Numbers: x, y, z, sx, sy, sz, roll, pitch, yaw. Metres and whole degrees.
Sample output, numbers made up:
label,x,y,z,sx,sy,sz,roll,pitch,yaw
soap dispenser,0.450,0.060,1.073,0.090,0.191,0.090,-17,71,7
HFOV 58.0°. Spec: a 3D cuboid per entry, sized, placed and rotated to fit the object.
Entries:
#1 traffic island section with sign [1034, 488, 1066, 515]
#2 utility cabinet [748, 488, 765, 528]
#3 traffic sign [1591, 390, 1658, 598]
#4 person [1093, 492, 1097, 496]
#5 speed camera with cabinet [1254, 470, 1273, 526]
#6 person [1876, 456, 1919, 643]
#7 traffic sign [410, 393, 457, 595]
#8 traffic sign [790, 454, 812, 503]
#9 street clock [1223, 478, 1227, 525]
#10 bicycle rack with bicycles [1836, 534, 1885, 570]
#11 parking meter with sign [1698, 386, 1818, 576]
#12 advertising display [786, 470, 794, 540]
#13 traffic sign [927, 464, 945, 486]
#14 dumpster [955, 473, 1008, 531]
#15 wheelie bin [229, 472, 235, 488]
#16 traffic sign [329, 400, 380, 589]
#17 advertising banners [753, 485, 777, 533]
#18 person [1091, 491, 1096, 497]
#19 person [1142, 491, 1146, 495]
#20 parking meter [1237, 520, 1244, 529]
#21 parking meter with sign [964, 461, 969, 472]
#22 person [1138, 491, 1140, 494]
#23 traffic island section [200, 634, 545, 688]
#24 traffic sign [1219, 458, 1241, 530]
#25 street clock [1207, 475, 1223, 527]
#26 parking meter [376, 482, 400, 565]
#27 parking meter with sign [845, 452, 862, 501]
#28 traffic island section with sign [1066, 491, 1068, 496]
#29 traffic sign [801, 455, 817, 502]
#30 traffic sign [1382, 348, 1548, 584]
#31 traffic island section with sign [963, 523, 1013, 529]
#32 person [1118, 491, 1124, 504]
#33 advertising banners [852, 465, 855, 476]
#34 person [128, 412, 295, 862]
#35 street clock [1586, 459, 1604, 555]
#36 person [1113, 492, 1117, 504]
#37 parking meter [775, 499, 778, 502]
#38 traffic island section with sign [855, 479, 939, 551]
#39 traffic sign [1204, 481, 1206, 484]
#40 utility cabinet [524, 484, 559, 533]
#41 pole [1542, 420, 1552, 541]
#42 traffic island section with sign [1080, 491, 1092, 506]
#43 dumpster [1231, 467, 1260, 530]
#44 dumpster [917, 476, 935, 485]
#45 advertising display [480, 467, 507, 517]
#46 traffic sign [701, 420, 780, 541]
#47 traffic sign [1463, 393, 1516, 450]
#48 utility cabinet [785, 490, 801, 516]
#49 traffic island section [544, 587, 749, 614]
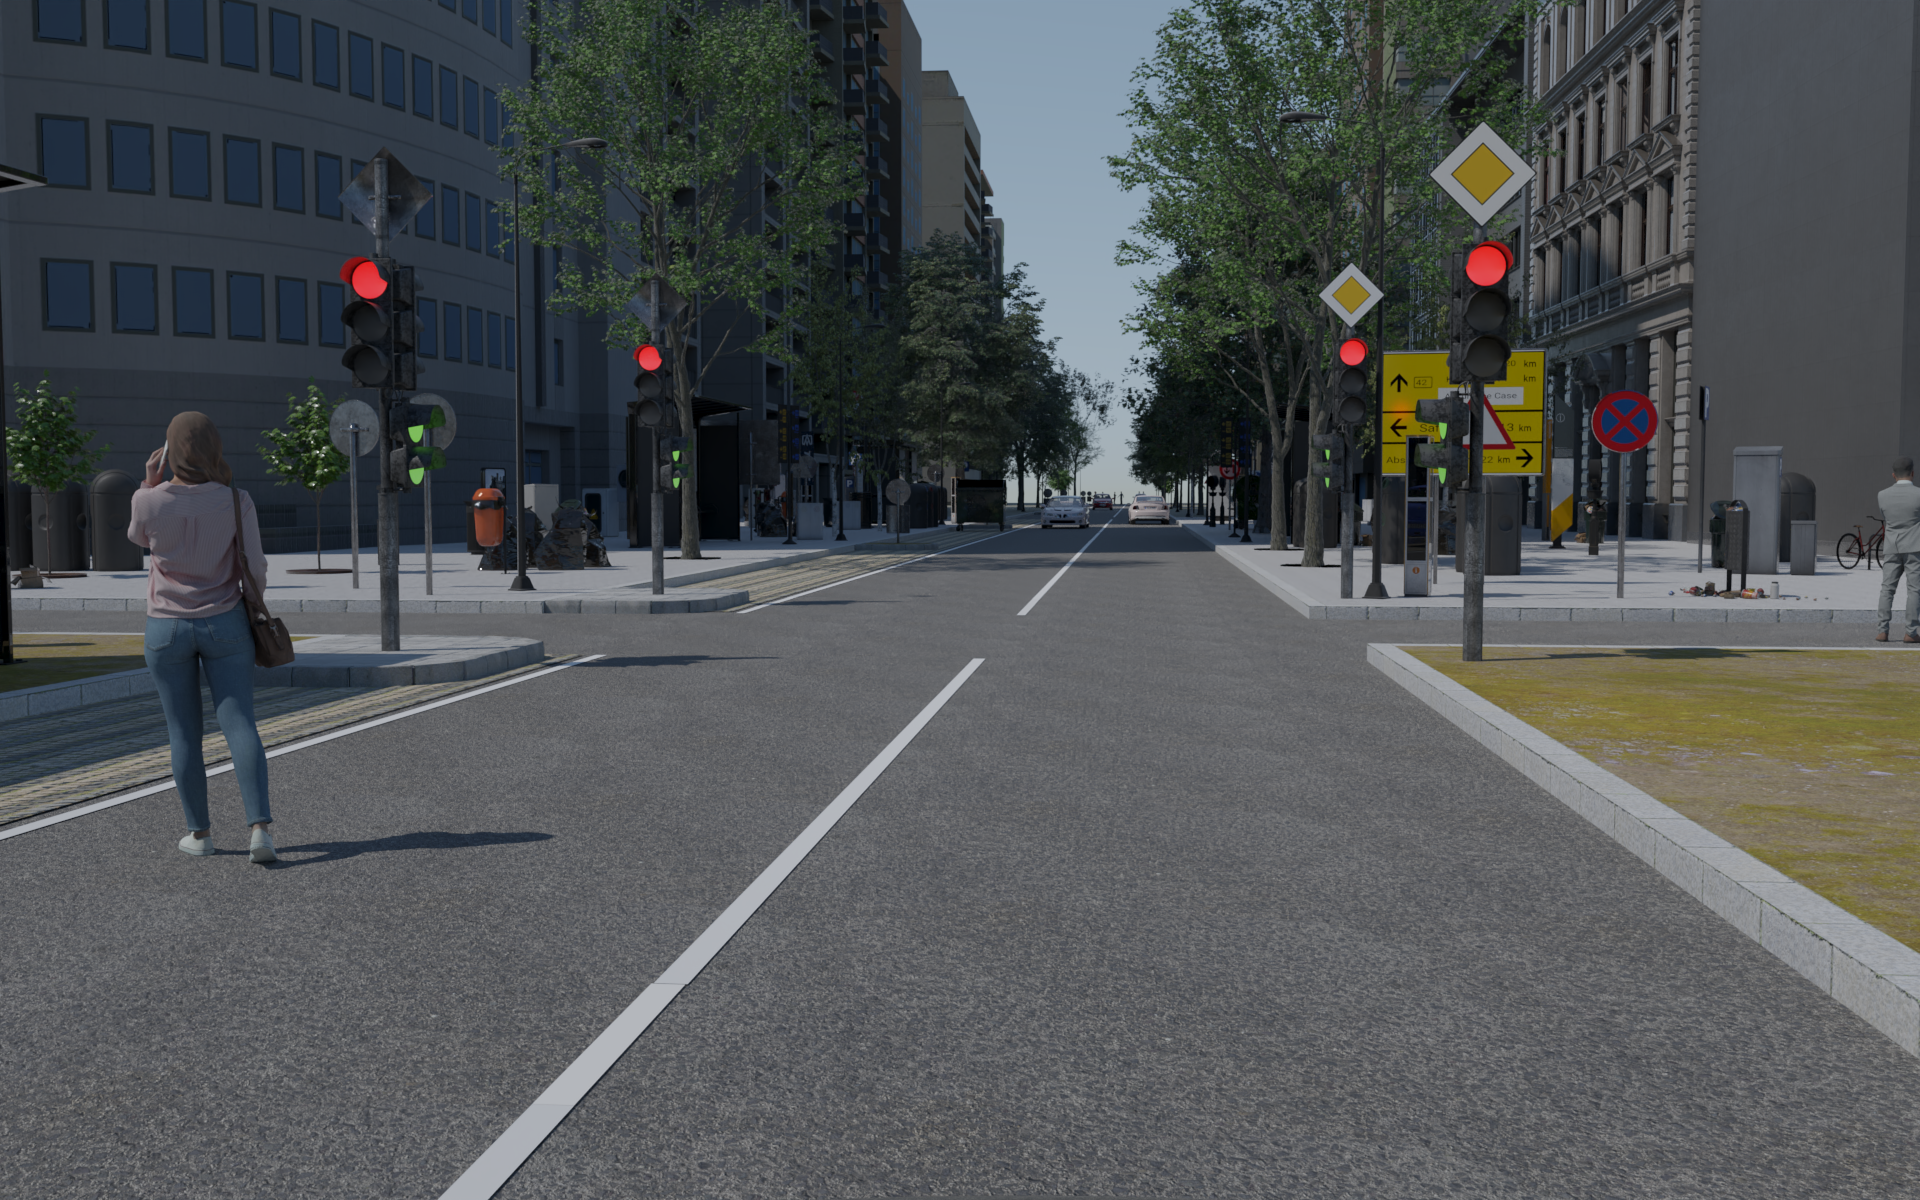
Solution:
label,x,y,z,sx,sy,sz,roll,pitch,yaw
traffic island section with sign,6.236,-6.916,121.697,1.989,1.847,2.006,0,4,6
utility cabinet,-7.742,-3.498,65.865,0.318,1.500,1.173,1,4,10
traffic sign,8.131,-1.293,21.251,0.768,2.556,0.104,1,4,15
person,18.738,-13.986,237.990,1.217,1.723,0.721,-2,4,-29
speed camera with cabinet,11.777,-4.406,66.369,0.660,3.252,2.038,1,4,22
person,9.173,-0.495,16.780,0.511,1.800,0.466,3,4,36
traffic sign,-6.742,-1.335,21.932,0.768,2.556,0.104,1,4,8
traffic sign,-5.216,-3.430,56.079,0.884,2.594,0.081,1,4,9
street clock,10.987,-4.156,72.522,0.358,2.002,0.471,1,4,17
bicycle rack with bicycles,16.197,-0.911,28.284,2.852,0.926,2.925,0,4,-3
parking meter with sign,12.739,-1.919,27.644,1.738,3.016,0.543,2,4,30
advertising display,-4.544,-2.506,46.189,0.123,1.923,0.974,-1,4,-10
traffic sign,-1.041,-4.517,73.954,0.768,2.556,0.104,1,4,12
dumpster,0.815,-3.757,66.381,1.985,2.255,1.502,0,4,6
wheelie bin,-10.219,-0.953,23.490,0.980,1.594,0.693,-2,4,-33
traffic sign,-8.197,-1.426,23.423,0.768,2.556,0.104,1,4,13
advertising banners,-6.523,-3.804,58.377,0.090,3.025,2.074,1,4,17
person,15.924,-12.031,205.741,0.750,1.759,0.617,0,4,-1
person,25.179,-14.022,237.891,1.348,1.807,0.705,-1,4,-9
parking meter,10.410,-3.600,64.573,0.255,1.863,0.399,3,4,38
parking meter with sign,0.401,-5.927,93.172,0.543,3.016,1.738,1,4,13
person,23.881,-13.596,230.878,1.350,1.814,0.705,0,4,1
traffic island section,-4.684,0.494,14.201,2.009,0.180,2.903,0,4,6
traffic sign,9.602,-3.761,61.604,0.768,2.556,0.104,1,4,13
street clock,9.816,-3.832,67.228,0.358,2.002,0.471,-2,4,-26
parking meter,-10.329,-1.398,31.273,0.372,1.533,0.369,0,3,0
parking meter with sign,-4.468,-4.571,71.000,0.543,3.016,1.738,1,4,10
traffic island section with sign,8.961,-8.556,148.514,1.989,1.847,2.006,0,4,6
traffic sign,-5.068,-3.478,56.969,0.768,2.556,0.104,1,4,13
traffic sign,7.077,-1.872,24.479,2.265,3.308,0.079,1,4,13
traffic island section with sign,1.162,-3.861,71.752,1.989,1.847,2.006,0,4,6
person,22.302,-14.139,239.755,0.705,1.814,1.350,-2,4,-34
advertising banners,-5.020,-6.030,94.778,2.074,3.025,0.090,-2,4,-30
person,-2.914,0.142,6.770,0.593,1.750,0.643,-2,4,-25
street clock,13.288,-1.938,36.264,0.358,2.002,0.471,2,4,26
person,22.233,-14.572,247.277,0.750,1.759,0.617,3,5,40
parking meter,-9.940,-5.438,94.627,0.255,1.863,0.399,-1,4,-23
traffic island section with sign,-1.590,-2.200,44.601,1.989,1.847,2.006,0,4,6
traffic sign,13.086,-5.492,89.803,0.884,2.594,0.081,1,4,12
utility cabinet,-9.305,-1.820,38.431,0.318,1.500,1.173,1,4,13
pole,16.097,-3.282,47.497,0.158,3.312,0.155,0,3,0
traffic island section with sign,17.301,-13.579,230.639,1.989,1.847,2.006,0,4,6
dumpster,10.618,-3.707,63.101,1.502,2.255,1.985,0,4,6
dumpster,-1.945,-5.423,91.160,1.502,2.255,1.985,0,4,6
advertising display,-11.314,-2.252,42.029,0.123,1.923,0.974,1,4,16
traffic sign,-6.067,-3.288,47.632,2.265,3.308,0.079,0,4,6
traffic sign,6.220,-1.276,20.860,0.884,2.594,0.081,0,4,6
utility cabinet,-9.349,-5.459,97.941,1.173,1.500,0.318,0,4,-8
traffic island section,-3.877,0.008,22.146,2.009,0.180,2.903,0,4,6
